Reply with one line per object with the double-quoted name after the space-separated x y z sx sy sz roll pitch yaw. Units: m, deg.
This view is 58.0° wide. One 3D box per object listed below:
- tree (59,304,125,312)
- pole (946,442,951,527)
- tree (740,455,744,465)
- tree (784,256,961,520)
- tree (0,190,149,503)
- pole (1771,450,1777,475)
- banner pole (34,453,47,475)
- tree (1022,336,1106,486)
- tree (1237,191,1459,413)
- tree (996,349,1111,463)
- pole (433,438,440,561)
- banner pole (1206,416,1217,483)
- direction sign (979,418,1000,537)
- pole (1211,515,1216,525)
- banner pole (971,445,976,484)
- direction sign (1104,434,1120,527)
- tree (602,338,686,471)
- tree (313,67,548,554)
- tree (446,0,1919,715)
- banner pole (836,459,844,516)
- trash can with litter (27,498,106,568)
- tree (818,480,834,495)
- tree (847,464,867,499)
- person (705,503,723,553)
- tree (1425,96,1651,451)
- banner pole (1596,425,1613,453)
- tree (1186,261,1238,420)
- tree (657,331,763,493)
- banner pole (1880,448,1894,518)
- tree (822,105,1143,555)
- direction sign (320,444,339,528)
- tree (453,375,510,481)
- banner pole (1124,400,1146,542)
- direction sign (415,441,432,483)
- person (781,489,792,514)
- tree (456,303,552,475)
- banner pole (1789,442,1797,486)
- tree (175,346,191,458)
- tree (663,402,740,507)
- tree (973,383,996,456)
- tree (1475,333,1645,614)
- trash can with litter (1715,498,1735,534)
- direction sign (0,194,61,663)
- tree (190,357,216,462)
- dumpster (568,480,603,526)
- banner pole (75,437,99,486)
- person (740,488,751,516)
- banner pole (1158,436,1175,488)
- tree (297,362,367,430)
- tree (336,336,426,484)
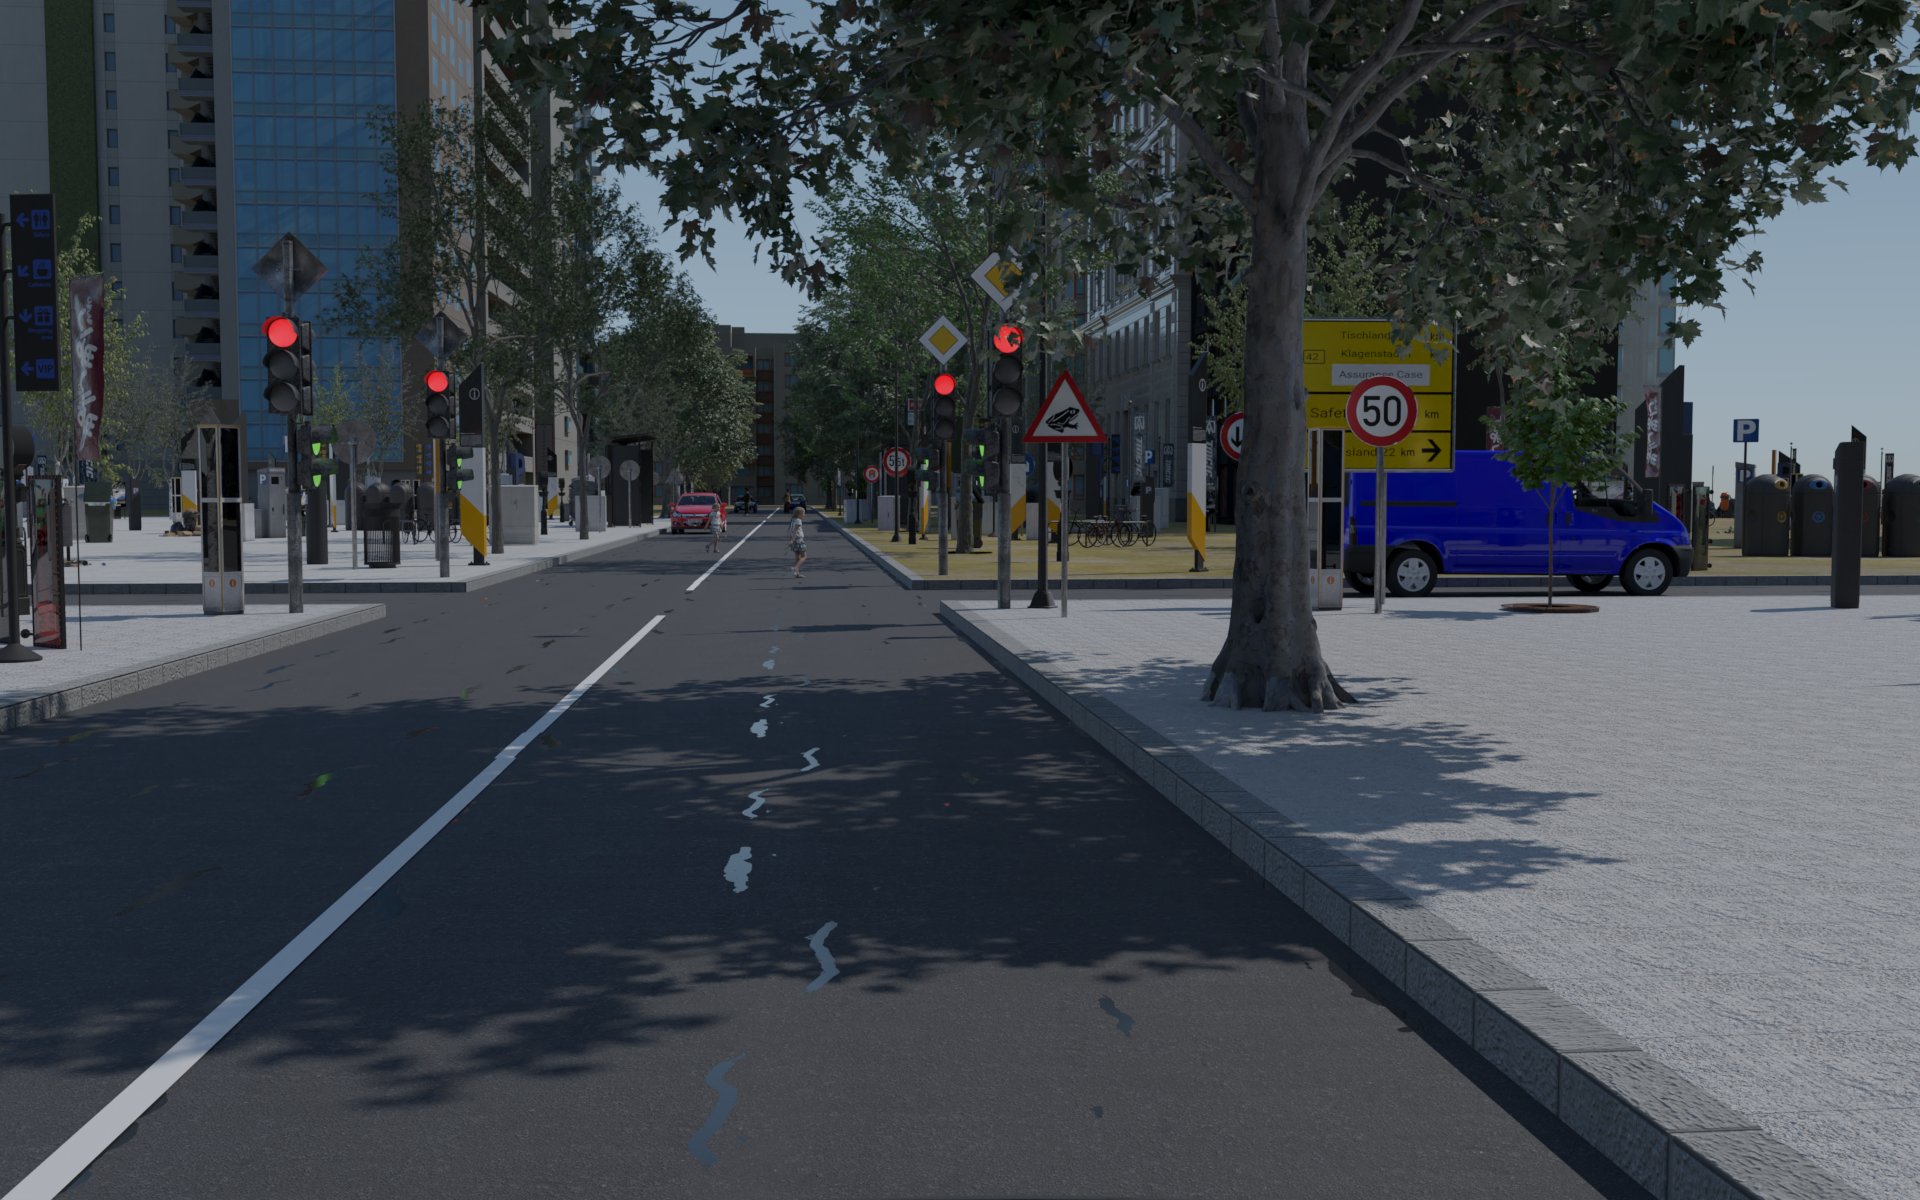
-32.544 -6.983 64.530 4.360 8.622 3.978 0 3 0 "tree"
-0.444 -4.549 68.227 0.158 3.312 0.155 0 3 0 "pole"
-22.872 -13.522 171.444 4.737 8.622 4.395 0 3 0 "tree"
-4.535 -11.046 87.252 9.857 13.997 8.962 0 3 0 "tree"
-21.924 -5.610 42.080 4.737 8.622 4.395 0 3 0 "tree"
37.400 -5.247 79.633 0.158 3.312 0.155 0 3 0 "pole"
-52.200 -6.618 98.225 0.863 3.779 0.401 -1 4 -17 "banner pole"
4.546 -7.798 77.862 4.360 8.622 3.978 0 3 0 "tree"
9.731 -5.618 42.218 4.737 8.622 4.395 0 3 0 "tree"
5.132 -8.273 85.620 4.737 8.622 4.395 0 3 0 "tree"
-9.983 -2.405 33.172 0.158 3.312 0.155 0 3 0 "pole"
6.881 -3.599 48.861 0.863 3.779 0.401 2 4 34 "banner pole"
1.015 -3.656 51.766 0.876 3.537 0.379 0 4 0 "direction sign"
10.678 -4.840 72.975 0.158 3.312 0.155 0 3 0 "pole"
0.516 -4.892 70.000 0.401 3.779 0.863 -1 4 -19 "banner pole"
5.628 -4.492 65.444 0.876 3.537 0.379 -1 4 -16 "direction sign"
-14.526 -7.937 80.131 4.360 8.622 3.978 0 3 0 "tree"
-9.854 -6.291 37.269 8.767 10.594 7.601 1 4 11 "tree"
1.909 -5.698 10.168 9.611 12.733 9.660 0 3 0 "tree"
-6.862 -6.718 99.862 0.401 3.779 0.863 3 4 38 "banner pole"
-16.064 -1.198 30.644 1.678 1.210 2.233 -1 4 -14 "trash can with litter"
-12.978 -10.758 170.499 1.663 3.219 1.824 0 3 0 "tree"
-5.365 -6.082 94.040 1.663 3.219 1.824 0 3 0 "tree"
-6.001 -1.763 42.342 0.382 1.210 0.505 2 4 23 "person"
10.220 -4.958 31.430 4.360 8.622 3.978 0 3 0 "tree"
21.461 -4.143 57.753 0.863 3.779 0.401 1 4 17 "banner pole"
9.372 -6.415 55.249 4.737 8.622 4.395 0 3 0 "tree"
-17.612 -12.408 120.996 7.486 12.596 7.792 0 3 0 "tree"
49.818 -6.312 93.218 0.401 3.779 0.863 -3 5 -41 "banner pole"
0.260 -6.797 36.892 9.928 11.665 9.643 0 3 0 "tree"
-24.118 -4.538 66.188 0.379 3.537 0.876 2 4 32 "direction sign"
-27.230 -9.050 98.337 4.737 8.622 4.395 0 3 0 "tree"
4.673 -3.437 46.204 0.401 3.779 0.863 -3 4 -37 "banner pole"
-23.144 -5.063 74.780 0.379 3.537 0.876 2 4 30 "direction sign"
-12.432 -7.090 124.515 0.705 1.812 1.348 2 4 28 "person"
-17.716 -7.090 66.288 4.360 8.622 3.978 0 3 0 "tree"
40.053 -5.708 83.344 0.401 3.779 0.863 0 4 3 "banner pole"
-37.969 -7.899 79.505 4.360 8.622 3.978 0 3 0 "tree"
-17.689 -9.913 112.438 4.737 8.622 4.395 0 3 0 "tree"
2.124 -9.217 101.054 4.737 8.622 4.395 0 3 0 "tree"
6.473 -1.483 18.855 1.663 3.219 1.824 0 3 0 "tree"
25.333 -2.796 56.774 1.678 1.210 2.233 3 4 36 "trash can with litter"
-7.262 -1.297 13.200 0.876 3.537 0.379 0 4 6 "direction sign"
-39.479 -8.343 86.763 4.360 8.622 3.978 0 3 0 "tree"
-15.254 -3.956 70.439 1.264 1.857 1.865 0 4 -6 "dumpster"
-28.390 -4.069 56.538 0.863 3.779 0.401 0 4 3 "banner pole"
-14.289 -6.579 115.698 0.705 1.869 1.348 -3 4 -36 "person"
8.857 -5.200 75.034 0.863 3.779 0.401 0 4 3 "banner pole"
-35.169 -8.941 96.542 4.737 8.622 4.395 0 3 0 "tree"
-26.633 -7.892 79.390 4.360 8.622 3.978 0 3 0 "tree"
